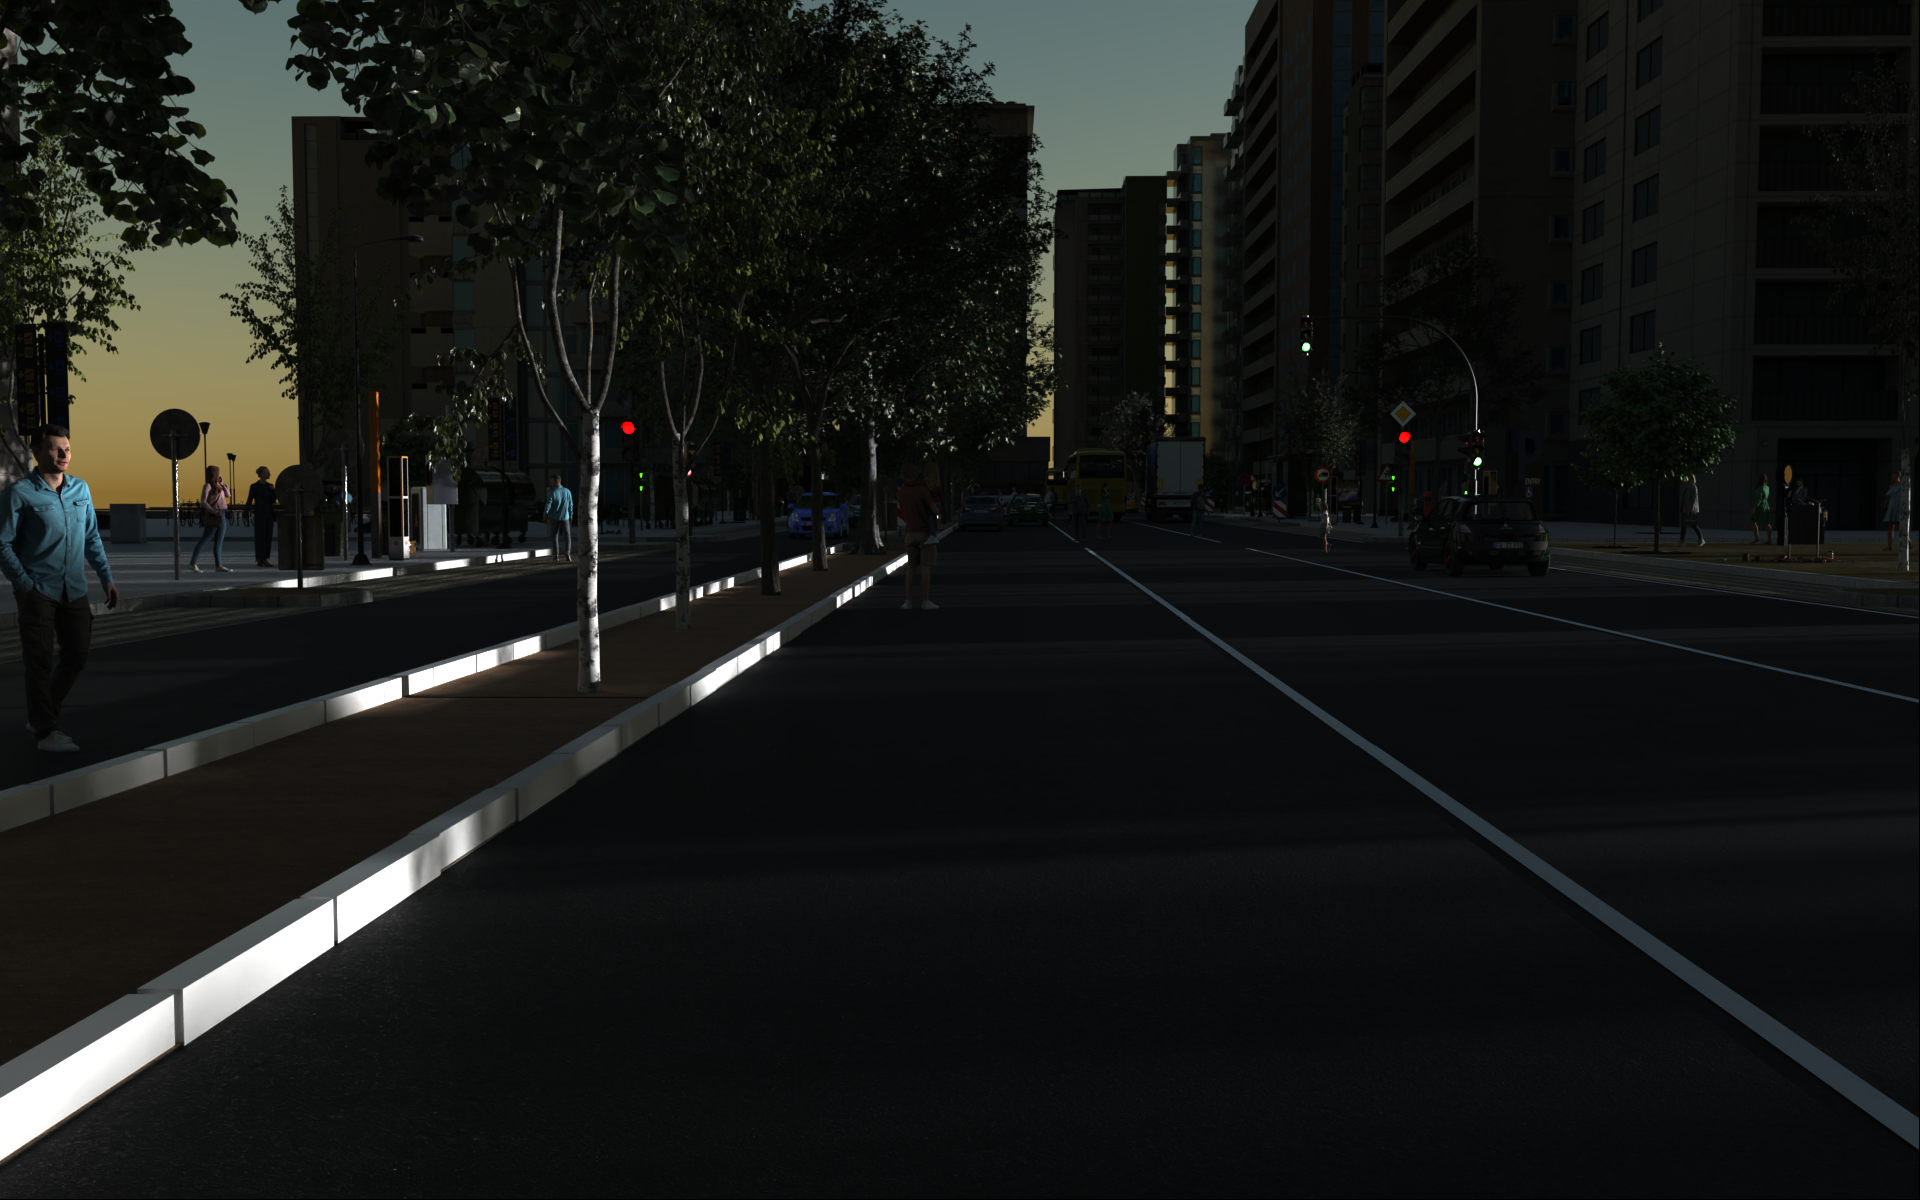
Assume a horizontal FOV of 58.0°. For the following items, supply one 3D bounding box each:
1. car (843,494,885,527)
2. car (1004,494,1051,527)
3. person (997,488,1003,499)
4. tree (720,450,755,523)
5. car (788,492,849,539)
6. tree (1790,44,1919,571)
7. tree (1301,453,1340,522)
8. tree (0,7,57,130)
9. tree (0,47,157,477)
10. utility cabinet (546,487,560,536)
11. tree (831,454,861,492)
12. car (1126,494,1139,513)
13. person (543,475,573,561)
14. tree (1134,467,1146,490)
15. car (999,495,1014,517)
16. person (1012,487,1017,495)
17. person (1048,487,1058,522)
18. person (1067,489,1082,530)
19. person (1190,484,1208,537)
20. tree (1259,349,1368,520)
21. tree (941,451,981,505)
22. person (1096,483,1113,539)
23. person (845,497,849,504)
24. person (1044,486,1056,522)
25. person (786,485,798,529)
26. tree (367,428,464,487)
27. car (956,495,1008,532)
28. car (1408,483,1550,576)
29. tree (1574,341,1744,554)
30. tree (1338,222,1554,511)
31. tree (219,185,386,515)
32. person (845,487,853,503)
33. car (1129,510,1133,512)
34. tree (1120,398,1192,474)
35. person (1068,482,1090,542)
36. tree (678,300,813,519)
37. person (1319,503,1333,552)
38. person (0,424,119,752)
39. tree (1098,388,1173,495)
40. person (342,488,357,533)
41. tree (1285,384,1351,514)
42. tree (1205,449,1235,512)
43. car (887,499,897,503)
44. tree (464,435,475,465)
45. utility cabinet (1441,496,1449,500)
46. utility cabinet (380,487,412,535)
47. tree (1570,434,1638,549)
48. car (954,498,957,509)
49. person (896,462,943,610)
[{"bbox_3d":[-4.044,-3.866,75.009,2.131,1.459,4.920,0,4,2],"label":"car"},{"bbox_3d":[3.024,-4.025,77.609,2.131,1.459,4.920,0,4,2],"label":"car"},{"bbox_3d":[2.556,-6.204,110.032,0.778,1.811,0.616,1,4,13],"label":"person"},{"bbox_3d":[-9.853,-5.004,76.421,1.663,3.219,1.824,0,3,0],"label":"tree"},{"bbox_3d":[-4.581,-2.860,56.352,1.945,1.707,3.694,0,4,1],"label":"car"},{"bbox_3d":[15.961,-4.784,28.586,4.360,8.622,3.978,0,3,0],"label":"tree"},{"bbox_3d":[16.743,-5.303,81.297,1.663,3.219,1.824,0,3,0],"label":"tree"},{"bbox_3d":[-11.891,-5.455,14.950,9.928,11.665,9.643,0,3,0],"label":"tree"},{"bbox_3d":[-15.655,-4.806,28.944,4.737,8.622,4.395,0,3,0],"label":"tree"},{"bbox_3d":[-12.339,-2.680,52.496,0.318,1.500,1.173,-1,4,-18],"label":"utility cabinet"},{"bbox_3d":[-8.701,-9.444,138.128,4.285,4.588,4.351,0,3,0],"label":"tree"},{"bbox_3d":[12.952,-7.628,134.935,2.015,1.641,3.980,0,4,2],"label":"car"},{"bbox_3d":[-8.548,-1.746,36.903,0.638,1.841,0.748,-1,4,-21],"label":"person"},{"bbox_3d":[20.247,-12.312,185.022,4.285,4.588,4.351,0,3,0],"label":"tree"},{"bbox_3d":[2.860,-5.070,95.253,2.083,1.381,4.827,0,4,2],"label":"car"},{"bbox_3d":[3.343,-5.940,105.489,0.818,1.842,0.514,0,4,7],"label":"person"},{"bbox_3d":[4.701,-4.920,89.121,0.721,1.800,0.419,-1,4,-14],"label":"person"},{"bbox_3d":[4.586,-3.707,69.385,0.573,1.790,0.520,1,4,11],"label":"person"},{"bbox_3d":[8.063,-3.033,58.436,0.623,1.781,0.721,1,4,17],"label":"person"},{"bbox_3d":[17.213,-8.310,86.228,4.360,8.622,3.978,0,3,0],"label":"tree"},{"bbox_3d":[0.162,-10.097,117.905,4.360,8.622,3.978,0,3,0],"label":"tree"},{"bbox_3d":[4.610,-2.837,55.139,0.529,1.795,0.600,1,4,22],"label":"person"},{"bbox_3d":[-5.449,-4.402,84.721,0.590,1.304,0.306,1,4,15],"label":"person"},{"bbox_3d":[4.361,-4.649,84.385,0.818,1.842,0.514,-2,4,-24],"label":"person"},{"bbox_3d":[-6.802,-3.797,70.752,0.590,1.801,0.661,1,4,16],"label":"person"},{"bbox_3d":[-25.149,-5.770,78.059,4.285,4.588,4.351,0,3,0],"label":"tree"},{"bbox_3d":[0.842,-3.397,67.545,2.014,1.417,4.499,0,4,2],"label":"car"},{"bbox_3d":[9.395,-1.331,31.551,2.009,1.686,4.222,0,4,2],"label":"car"},{"bbox_3d":[15.102,-3.289,37.488,4.285,4.588,4.351,0,3,0],"label":"tree"},{"bbox_3d":[16.554,-7.629,59.146,7.601,10.594,8.767,1,4,10],"label":"tree"},{"bbox_3d":[-15.689,-5.628,42.384,4.737,8.622,4.395,0,3,0],"label":"tree"},{"bbox_3d":[-5.968,-5.172,93.313,0.529,1.795,0.600,2,4,30],"label":"person"},{"bbox_3d":[13.418,-8.199,142.856,1.959,1.807,4.718,0,4,2],"label":"car"},{"bbox_3d":[19.055,-14.182,166.283,8.767,10.594,7.601,1,4,22],"label":"tree"},{"bbox_3d":[3.588,-2.666,52.271,0.661,1.801,0.590,0,4,7],"label":"person"},{"bbox_3d":[-10.700,-10.391,88.024,7.486,12.596,7.792,0,3,0],"label":"tree"},{"bbox_3d":[9.041,-1.783,42.675,0.382,1.210,0.505,0,4,4],"label":"person"},{"bbox_3d":[-5.152,-0.078,9.792,0.620,1.820,0.660,1,4,21],"label":"person"},{"bbox_3d":[20.205,-17.754,200.649,12.009,13.543,11.850,0,3,0],"label":"tree"},{"bbox_3d":[-17.342,-2.436,48.906,0.480,1.755,0.524,1,4,12],"label":"person"},{"bbox_3d":[23.139,-9.907,112.338,4.737,8.622,4.395,0,3,0],"label":"tree"},{"bbox_3d":[17.776,-8.468,122.165,4.285,4.588,4.351,0,3,0],"label":"tree"},{"bbox_3d":[-5.599,-8.168,143.772,2.015,1.641,3.980,0,4,2],"label":"car"},{"bbox_3d":[-25.480,-6.286,86.487,4.285,4.588,4.351,0,3,0],"label":"tree"},{"bbox_3d":[16.042,-2.809,57.095,0.306,1.237,1.020,1,4,19],"label":"utility cabinet"},{"bbox_3d":[-17.143,-2.708,52.956,1.173,1.500,0.318,-1,4,-19],"label":"utility cabinet"},{"bbox_3d":[15.672,-2.852,41.234,1.663,3.219,1.824,0,3,0],"label":"tree"},{"bbox_3d":[-1.330,-9.432,163.253,2.155,1.783,4.494,0,4,2],"label":"car"},{"bbox_3d":[-0.471,-0.802,21.593,0.580,1.828,0.573,-1,4,-18],"label":"person"}]
